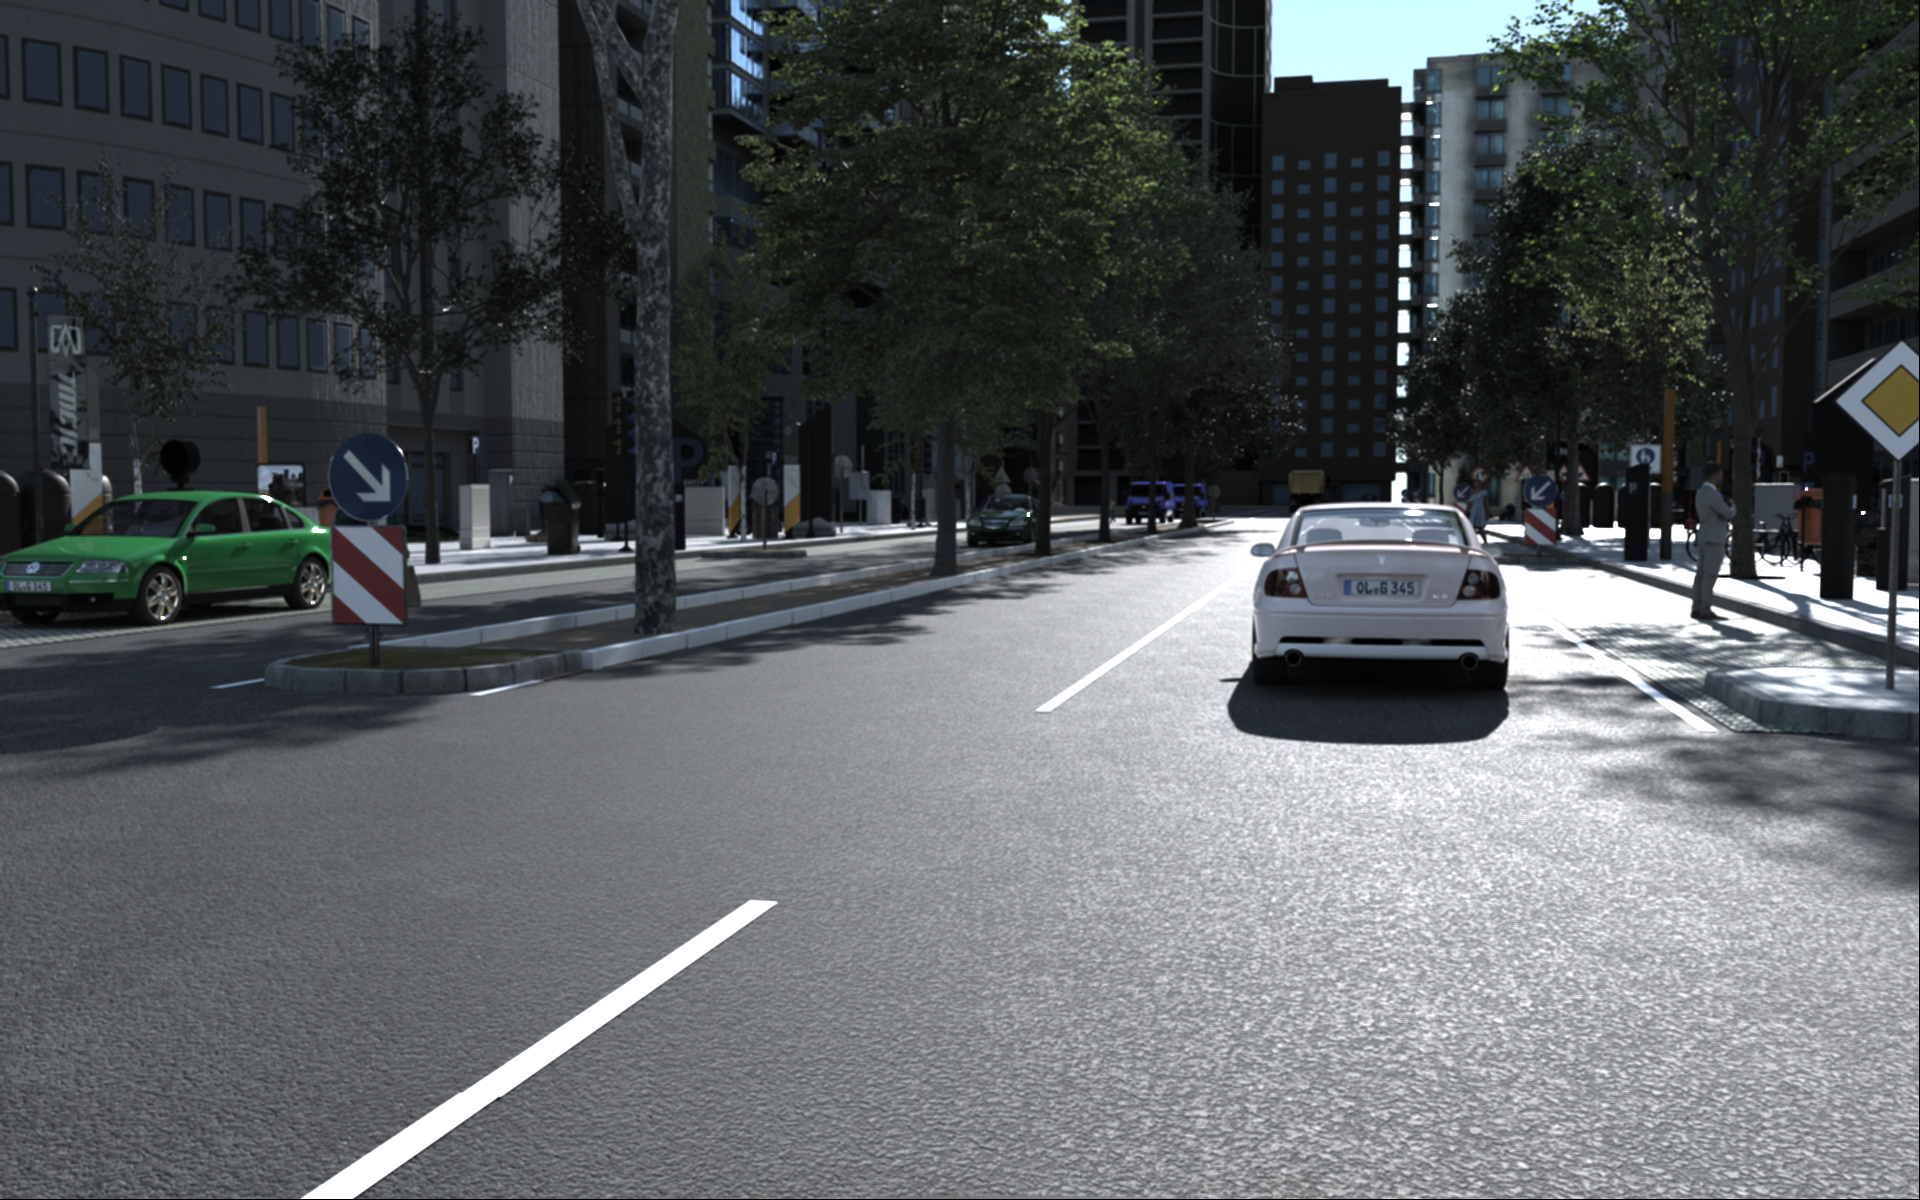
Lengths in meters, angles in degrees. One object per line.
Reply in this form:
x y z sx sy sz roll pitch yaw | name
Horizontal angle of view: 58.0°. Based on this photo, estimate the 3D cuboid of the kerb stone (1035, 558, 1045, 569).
1.449 -0.692 33.547 0.120 0.150 1.000 1 4 13 | kerb stone

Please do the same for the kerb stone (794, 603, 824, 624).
-1.773 0.162 19.546 0.120 0.150 1.000 1 4 13 | kerb stone

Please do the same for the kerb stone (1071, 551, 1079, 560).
2.379 -0.939 37.552 0.120 0.150 1.000 1 4 13 | kerb stone

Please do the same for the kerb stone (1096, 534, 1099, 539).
4.254 -2.008 55.018 0.120 0.150 1.000 1 4 13 | kerb stone

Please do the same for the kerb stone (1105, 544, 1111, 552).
3.522 -1.244 42.541 0.120 0.150 1.000 1 4 13 | kerb stone

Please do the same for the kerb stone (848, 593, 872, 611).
-1.316 0.040 21.546 0.120 0.150 1.000 1 4 13 | kerb stone

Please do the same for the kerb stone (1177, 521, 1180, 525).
9.789 -3.471 79.014 0.120 0.150 1.000 1 4 13 | kerb stone

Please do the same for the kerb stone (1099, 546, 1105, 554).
3.290 -1.183 41.545 0.120 0.150 1.000 1 4 13 | kerb stone

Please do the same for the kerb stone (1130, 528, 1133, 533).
6.092 -2.497 63.015 0.120 0.150 1.000 1 4 13 | kerb stone

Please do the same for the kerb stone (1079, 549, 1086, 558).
2.603 -1.000 38.552 0.120 0.150 1.000 1 4 13 | kerb stone

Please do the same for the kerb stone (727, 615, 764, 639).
-2.237 0.284 17.552 0.120 0.150 1.000 1 4 13 | kerb stone

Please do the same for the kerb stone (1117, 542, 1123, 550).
3.991 -1.365 44.535 0.120 0.150 1.000 1 4 13 | kerb stone

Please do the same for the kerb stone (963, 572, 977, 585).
0.064 -0.327 27.541 0.120 0.150 1.000 1 4 13 | kerb stone

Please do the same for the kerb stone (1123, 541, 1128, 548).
4.213 -1.427 45.534 0.120 0.150 1.000 1 4 13 | kerb stone

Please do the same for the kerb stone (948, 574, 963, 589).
-0.164 -0.265 26.536 0.120 0.150 1.000 1 4 13 | kerb stone

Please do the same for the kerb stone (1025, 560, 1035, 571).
1.217 -0.633 32.538 0.120 0.150 1.000 1 4 13 | kerb stone

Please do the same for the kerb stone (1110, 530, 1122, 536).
5.403 -2.313 60.017 0.120 0.150 1.000 1 4 13 | kerb stone

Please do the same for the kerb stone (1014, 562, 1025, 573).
0.984 -0.572 31.542 0.120 0.150 1.000 1 4 13 | kerb stone

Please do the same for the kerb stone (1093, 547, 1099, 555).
3.065 -1.122 40.547 0.120 0.150 1.000 1 4 13 | kerb stone

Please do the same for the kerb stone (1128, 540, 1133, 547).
4.447 -1.488 46.529 0.120 0.150 1.000 1 4 13 | kerb stone

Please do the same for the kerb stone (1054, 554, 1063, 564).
1.918 -0.815 35.540 0.120 0.150 1.000 1 4 13 | kerb stone

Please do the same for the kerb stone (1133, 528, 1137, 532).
6.323 -2.558 64.011 0.120 0.150 1.000 1 4 13 | kerb stone

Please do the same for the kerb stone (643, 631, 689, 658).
-2.705 0.408 15.560 0.120 0.150 1.000 1 4 13 | kerb stone

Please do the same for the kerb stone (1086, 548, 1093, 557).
2.841 -1.061 39.547 0.120 0.150 1.000 1 4 13 | kerb stone

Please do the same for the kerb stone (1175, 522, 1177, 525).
9.572 -3.414 78.014 0.120 0.150 1.000 1 4 13 | kerb stone

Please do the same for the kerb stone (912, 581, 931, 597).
-0.625 -0.143 24.534 0.120 0.150 1.000 1 4 13 | kerb stone

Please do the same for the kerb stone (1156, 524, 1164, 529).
8.397 -3.107 72.994 0.120 0.150 1.000 1 4 13 | kerb stone

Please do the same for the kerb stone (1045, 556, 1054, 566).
1.680 -0.755 34.542 0.120 0.150 1.000 1 4 13 | kerb stone

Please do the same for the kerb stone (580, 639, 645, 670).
-2.928 0.467 14.562 0.120 0.150 1.000 1 4 13 | kerb stone

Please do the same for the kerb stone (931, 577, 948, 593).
-0.395 -0.204 25.531 0.120 0.150 1.000 1 4 13 | kerb stone

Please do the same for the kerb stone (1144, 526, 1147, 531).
7.019 -2.741 67.012 0.120 0.150 1.000 1 4 13 | kerb stone

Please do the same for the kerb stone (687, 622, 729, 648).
-2.466 0.350 16.555 0.120 0.150 1.000 1 4 13 | kerb stone

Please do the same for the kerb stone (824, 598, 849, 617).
-1.543 0.102 20.550 0.120 0.150 1.000 1 4 13 | kerb stone

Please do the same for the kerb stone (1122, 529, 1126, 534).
5.625 -2.372 61.023 0.120 0.150 1.000 1 4 13 | kerb stone

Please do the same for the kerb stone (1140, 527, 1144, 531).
6.787 -2.680 66.017 0.120 0.150 1.000 1 4 13 | kerb stone

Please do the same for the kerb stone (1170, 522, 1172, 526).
9.092 -3.291 76.007 0.120 0.150 1.000 1 4 13 | kerb stone

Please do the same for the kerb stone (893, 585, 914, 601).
-0.850 -0.082 23.537 0.120 0.150 1.000 1 4 13 | kerb stone

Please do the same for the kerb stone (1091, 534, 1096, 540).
4.028 -1.947 54.021 0.120 0.150 1.000 1 4 13 | kerb stone

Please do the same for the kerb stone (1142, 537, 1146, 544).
5.133 -1.672 49.529 0.120 0.150 1.000 1 4 13 | kerb stone

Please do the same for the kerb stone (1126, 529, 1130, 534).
5.870 -2.436 62.017 0.120 0.150 1.000 1 4 13 | kerb stone

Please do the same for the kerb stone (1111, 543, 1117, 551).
3.760 -1.304 43.535 0.120 0.150 1.000 1 4 13 | kerb stone

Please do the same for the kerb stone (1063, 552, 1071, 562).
2.143 -0.878 36.558 0.120 0.150 1.000 1 4 13 | kerb stone

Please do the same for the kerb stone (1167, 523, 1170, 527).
8.868 -3.229 74.997 0.120 0.150 1.000 1 4 13 | kerb stone

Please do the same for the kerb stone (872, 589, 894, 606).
-1.084 -0.020 22.542 0.120 0.150 1.000 1 4 13 | kerb stone

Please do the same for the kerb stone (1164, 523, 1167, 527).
8.632 -3.168 73.990 0.120 0.150 1.000 1 4 13 | kerb stone

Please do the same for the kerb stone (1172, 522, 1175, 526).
9.328 -3.353 77.021 0.120 0.150 1.000 1 4 13 | kerb stone

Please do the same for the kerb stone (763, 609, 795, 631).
-2.013 0.223 18.549 0.120 0.150 1.000 1 4 13 | kerb stone

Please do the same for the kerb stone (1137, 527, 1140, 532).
6.554 -2.616 65.014 0.120 0.150 1.000 1 4 13 | kerb stone

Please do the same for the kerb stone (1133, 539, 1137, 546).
4.677 -1.549 47.526 0.120 0.150 1.000 1 4 13 | kerb stone

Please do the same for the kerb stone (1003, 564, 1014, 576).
0.756 -0.510 30.538 0.120 0.150 1.000 1 4 13 | kerb stone

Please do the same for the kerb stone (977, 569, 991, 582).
0.301 -0.388 28.536 0.120 0.150 1.000 1 4 13 | kerb stone

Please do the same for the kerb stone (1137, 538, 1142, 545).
4.908 -1.610 48.526 0.120 0.150 1.000 1 4 13 | kerb stone

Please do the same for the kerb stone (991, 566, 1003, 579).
0.528 -0.446 29.542 0.120 0.150 1.000 1 4 13 | kerb stone
